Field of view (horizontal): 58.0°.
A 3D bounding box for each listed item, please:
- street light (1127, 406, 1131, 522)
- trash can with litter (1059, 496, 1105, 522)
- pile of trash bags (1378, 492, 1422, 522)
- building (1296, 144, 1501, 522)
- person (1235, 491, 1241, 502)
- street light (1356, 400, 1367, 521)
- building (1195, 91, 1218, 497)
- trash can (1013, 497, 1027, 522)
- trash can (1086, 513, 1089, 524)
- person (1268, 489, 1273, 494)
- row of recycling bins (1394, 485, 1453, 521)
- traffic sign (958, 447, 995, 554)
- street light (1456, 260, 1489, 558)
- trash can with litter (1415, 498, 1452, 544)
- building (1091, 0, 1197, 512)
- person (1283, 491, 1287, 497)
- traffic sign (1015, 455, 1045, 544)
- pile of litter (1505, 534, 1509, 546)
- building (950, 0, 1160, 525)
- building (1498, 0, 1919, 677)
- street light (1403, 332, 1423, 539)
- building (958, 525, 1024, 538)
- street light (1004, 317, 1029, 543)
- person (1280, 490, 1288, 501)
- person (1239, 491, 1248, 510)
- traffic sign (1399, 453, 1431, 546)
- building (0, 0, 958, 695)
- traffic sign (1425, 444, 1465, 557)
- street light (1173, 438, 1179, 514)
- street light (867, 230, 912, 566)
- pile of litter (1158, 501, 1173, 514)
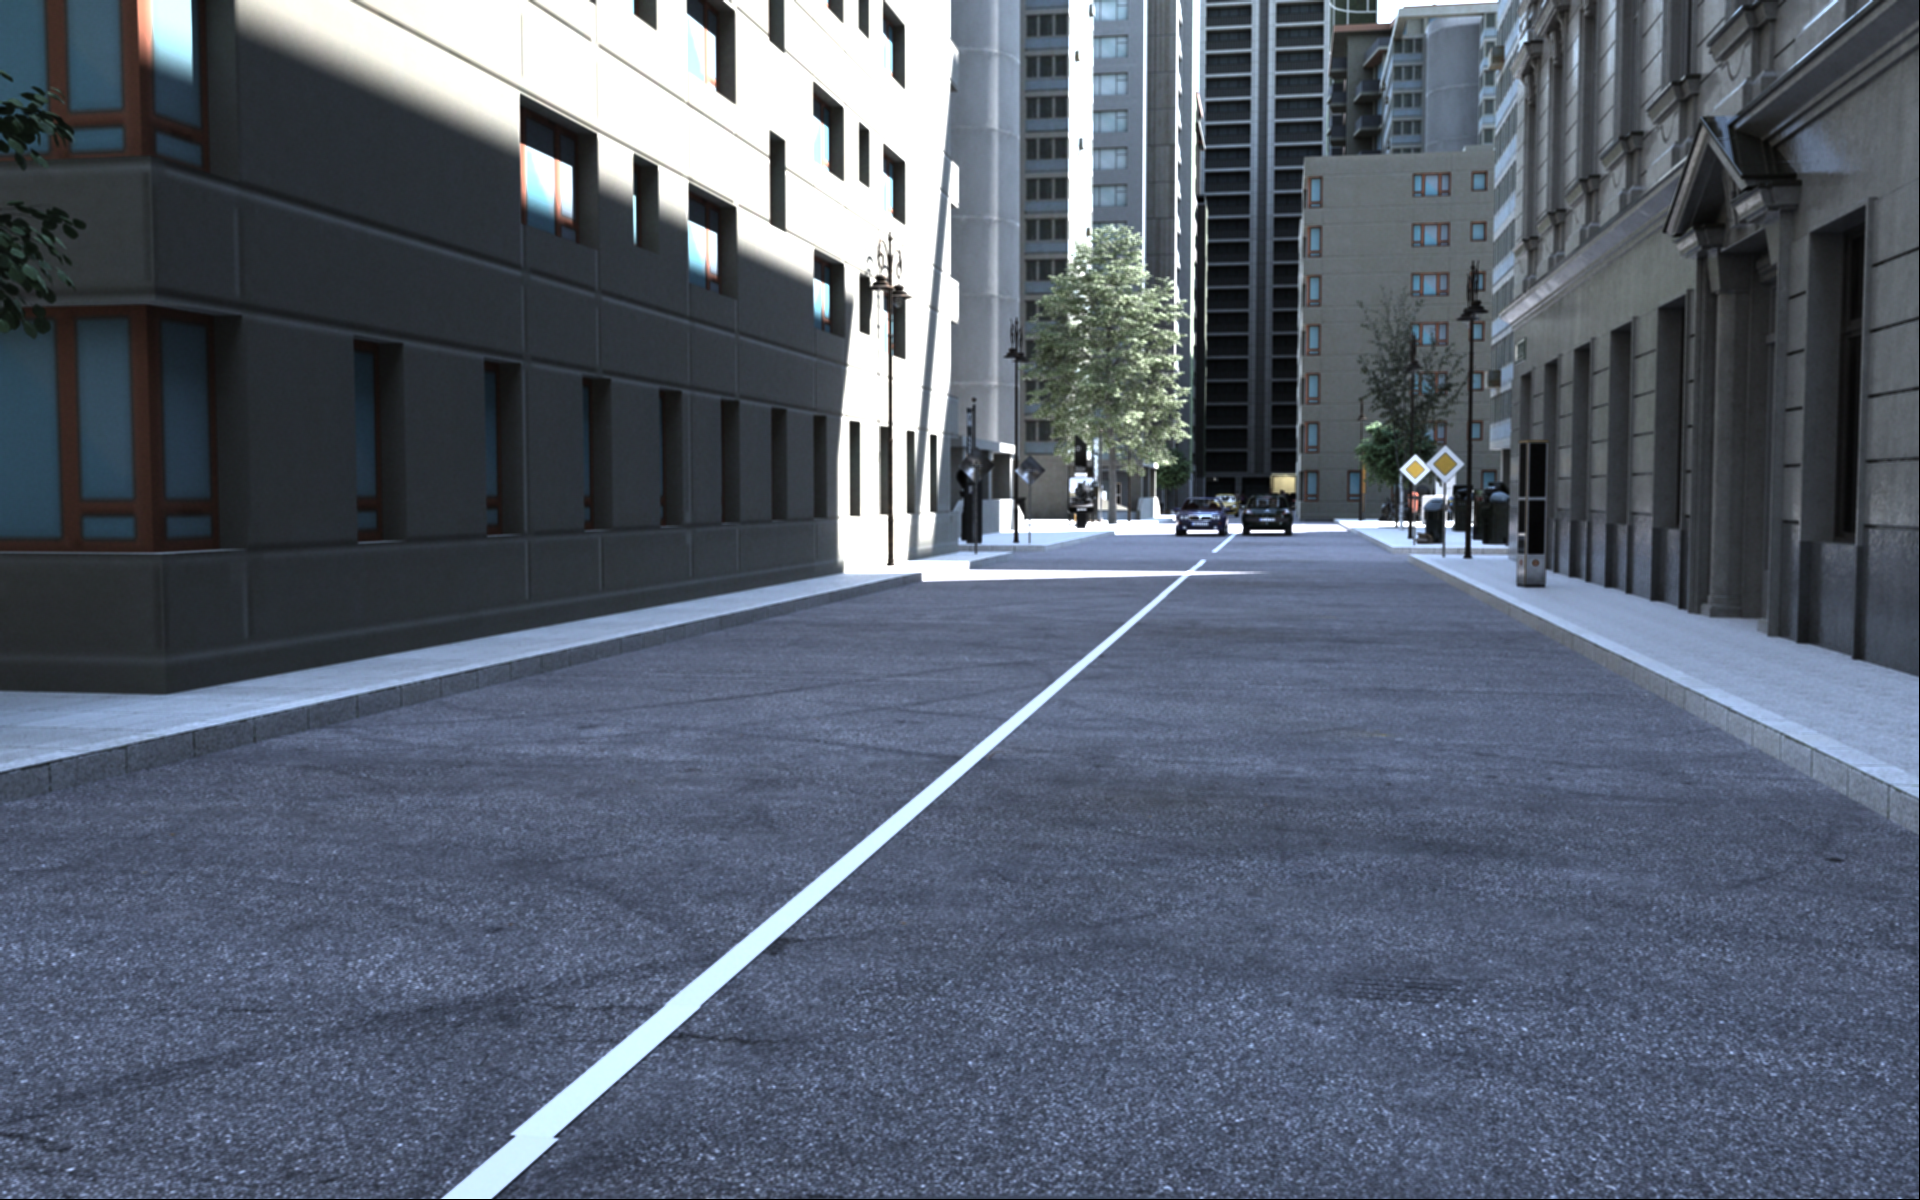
[{"bbox_3d":[7.755,-6.509,79.211,0.468,5.910,1.993,1,4,10],"label":"street light"},{"bbox_3d":[5.660,-4.163,79.117,2.233,1.210,1.678,1,4,14],"label":"trash can with litter"},{"bbox_3d":[20.589,-4.296,79.999,1.912,1.369,3.447,0,4,0],"label":"pile of trash bags"},{"bbox_3d":[33.833,-15.637,100.707,27.650,21.520,28.899,1,4,10],"label":"building"},{"bbox_3d":[28.707,-10.435,179.823,1.217,1.736,0.721,3,4,36],"label":"person"},{"bbox_3d":[19.159,-6.724,82.727,0.468,5.910,1.993,1,4,10],"label":"street light"},{"bbox_3d":[12.831,-32.450,185.182,28.867,44.769,22.147,1,4,10],"label":"building"},{"bbox_3d":[2.566,-3.936,76.004,0.748,1.137,0.748,0,3,0],"label":"trash can"},{"bbox_3d":[5.315,-3.891,75.268,0.748,1.137,0.748,0,3,0],"label":"trash can"},{"bbox_3d":[23.729,-7.583,132.446,1.348,1.831,0.705,2,4,26],"label":"person"},{"bbox_3d":[22.425,-4.597,82.268,3.534,1.692,1.069,1,4,18],"label":"row of recycling bins"},{"bbox_3d":[0.346,-2.034,36.901,0.795,2.450,0.064,1,4,10],"label":"traffic sign"},{"bbox_3d":[10.152,-3.771,34.444,0.468,5.910,1.993,1,4,10],"label":"street light"},{"bbox_3d":[12.217,-2.040,44.749,0.624,1.170,1.055,3,4,39],"label":"trash can with litter"},{"bbox_3d":[9.755,-27.092,126.550,14.154,41.232,14.086,1,4,10],"label":"building"},{"bbox_3d":[26.040,-7.948,139.376,0.541,1.710,0.530,1,4,23],"label":"person"},{"bbox_3d":[1.804,-2.514,44.752,0.795,2.450,0.064,1,4,10],"label":"traffic sign"},{"bbox_3d":[14.231,-1.758,42.711,1.719,0.858,1.176,0,4,-2],"label":"pile of litter"},{"bbox_3d":[-5.730,-24.564,93.503,32.217,40.220,23.993,1,4,10],"label":"building"},{"bbox_3d":[14.658,-14.334,10.779,17.030,29.872,44.131,1,4,10],"label":"building"},{"bbox_3d":[12.923,-4.694,49.527,0.468,5.910,1.993,1,4,10],"label":"street light"},{"bbox_3d":[-14.766,-22.424,58.519,32.217,40.220,23.993,1,4,10],"label":"building"},{"bbox_3d":[1.481,-4.446,45.479,0.468,5.910,1.993,1,4,10],"label":"street light"},{"bbox_3d":[23.199,-7.101,125.321,1.217,1.735,0.721,-1,4,-20],"label":"person"},{"bbox_3d":[26.236,-9.254,160.492,0.721,1.739,1.217,-2,4,-35],"label":"person"},{"bbox_3d":[11.283,-2.406,42.978,0.795,2.450,0.064,1,4,10],"label":"traffic sign"},{"bbox_3d":[-16.764,-11.105,26.612,28.899,21.520,27.650,1,4,10],"label":"building"},{"bbox_3d":[9.824,-1.926,35.126,0.795,2.450,0.064,1,4,10],"label":"traffic sign"},{"bbox_3d":[14.186,-8.605,113.482,0.468,5.910,1.993,1,4,10],"label":"street light"},{"bbox_3d":[-1.229,-3.536,30.605,0.468,5.910,1.993,1,4,10],"label":"street light"},{"bbox_3d":[13.046,-5.933,110.973,1.719,0.858,1.176,-3,4,-36],"label":"pile of litter"}]
